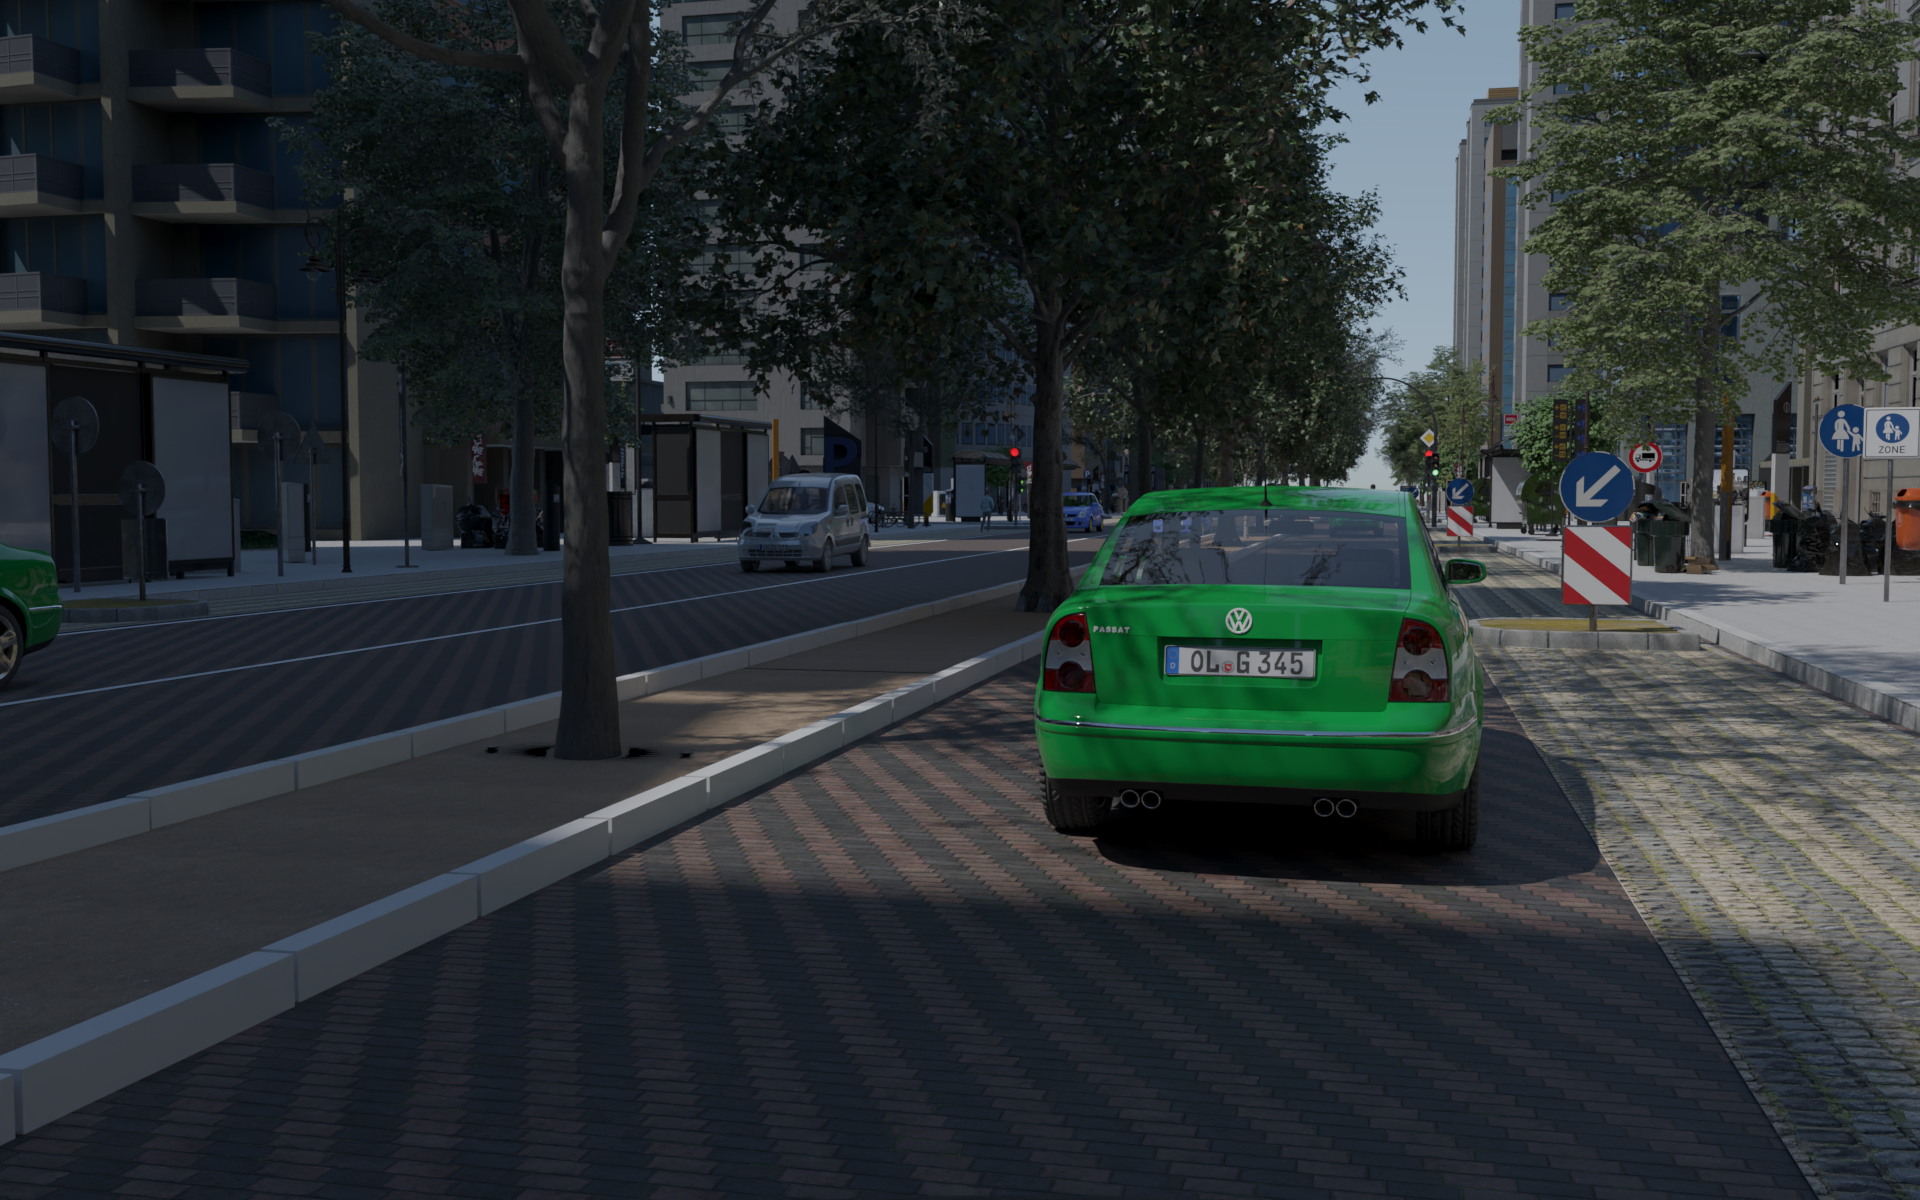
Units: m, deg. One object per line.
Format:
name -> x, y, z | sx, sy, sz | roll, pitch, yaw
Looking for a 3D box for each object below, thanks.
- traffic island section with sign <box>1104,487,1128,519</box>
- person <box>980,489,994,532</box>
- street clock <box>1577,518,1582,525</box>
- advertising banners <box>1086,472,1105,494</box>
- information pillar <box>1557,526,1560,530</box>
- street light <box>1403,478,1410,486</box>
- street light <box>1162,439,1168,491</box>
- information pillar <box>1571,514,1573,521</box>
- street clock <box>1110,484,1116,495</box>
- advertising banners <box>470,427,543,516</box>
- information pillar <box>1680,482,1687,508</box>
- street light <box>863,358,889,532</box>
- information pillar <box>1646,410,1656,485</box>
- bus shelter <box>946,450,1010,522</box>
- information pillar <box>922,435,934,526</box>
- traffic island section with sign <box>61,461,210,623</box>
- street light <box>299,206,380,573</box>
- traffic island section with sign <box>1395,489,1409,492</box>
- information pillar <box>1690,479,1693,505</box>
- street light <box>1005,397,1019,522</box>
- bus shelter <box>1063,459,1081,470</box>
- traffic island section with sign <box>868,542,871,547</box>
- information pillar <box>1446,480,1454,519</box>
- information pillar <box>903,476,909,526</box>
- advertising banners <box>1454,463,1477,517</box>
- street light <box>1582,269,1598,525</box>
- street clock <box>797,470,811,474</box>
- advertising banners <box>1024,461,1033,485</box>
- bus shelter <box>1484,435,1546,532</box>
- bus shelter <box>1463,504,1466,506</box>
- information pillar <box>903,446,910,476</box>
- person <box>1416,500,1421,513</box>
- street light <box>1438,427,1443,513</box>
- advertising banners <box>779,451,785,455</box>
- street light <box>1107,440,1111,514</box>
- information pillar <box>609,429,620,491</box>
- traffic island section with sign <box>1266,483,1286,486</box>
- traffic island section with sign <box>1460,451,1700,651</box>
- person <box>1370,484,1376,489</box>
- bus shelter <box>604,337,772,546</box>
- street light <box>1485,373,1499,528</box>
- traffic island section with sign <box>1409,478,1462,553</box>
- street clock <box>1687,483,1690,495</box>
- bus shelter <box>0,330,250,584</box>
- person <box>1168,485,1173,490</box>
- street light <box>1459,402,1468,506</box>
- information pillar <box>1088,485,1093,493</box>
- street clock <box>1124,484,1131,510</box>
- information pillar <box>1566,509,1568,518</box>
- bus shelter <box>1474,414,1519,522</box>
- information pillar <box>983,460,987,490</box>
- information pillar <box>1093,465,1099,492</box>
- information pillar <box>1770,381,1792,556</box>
traffic island section with sign -> 9.411, -5.622, 100.553 | 1.989, 1.847, 2.006 | 1, 4, 13
person -> 1.009, -3.297, 64.213 | 0.589, 1.601, 0.330 | 2, 4, 28
street clock -> 20.574, -3.230, 57.373 | 0.358, 2.002, 0.471 | -2, 4, -30
advertising banners -> 10.578, -8.617, 137.070 | 2.074, 3.025, 0.090 | -1, 4, -10
information pillar -> 21.471, -4.328, 62.117 | 0.183, 3.616, 0.504 | 2, 4, 24
street light -> 62.384, -16.432, 241.457 | 0.468, 5.910, 1.993 | 1, 4, 13
street light -> 16.488, -10.130, 138.417 | 0.468, 5.910, 1.993 | 1, 4, 13
information pillar -> 29.281, -4.770, 82.485 | 0.304, 2.012, 0.304 | 1, 4, 17
street clock -> 11.422, -7.633, 129.362 | 0.358, 2.002, 0.471 | -2, 4, -28
advertising banners -> -11.758, -2.976, 44.839 | 2.074, 3.025, 0.090 | -3, 4, -38
information pillar -> 44.071, -6.175, 105.460 | 0.304, 2.012, 0.304 | 3, 5, 41
street light -> -2.810, -5.212, 58.009 | 0.468, 5.910, 1.993 | 1, 4, 13
information pillar -> 18.553, -3.376, 46.555 | 0.183, 3.616, 0.504 | 3, 4, 37
bus shelter -> 1.014, -5.355, 81.485 | 2.014, 3.302, 5.546 | 1, 4, 14
information pillar -> -1.270, -4.749, 68.997 | 0.504, 3.616, 0.183 | 3, 5, 41
traffic island section with sign -> -9.919, -0.703, 20.115 | 1.989, 1.847, 2.006 | 1, 4, 13
street light -> -10.025, -3.385, 28.140 | 0.468, 5.910, 1.993 | 1, 4, 13
traffic island section with sign -> 25.123, -5.377, 96.536 | 1.989, 1.847, 2.006 | 1, 4, 13
information pillar -> 36.760, -5.033, 86.774 | 0.304, 2.012, 0.304 | 1, 4, 13
street light -> 2.332, -6.510, 79.221 | 0.468, 5.910, 1.993 | 1, 4, 13
bus shelter -> 5.369, -6.335, 97.505 | 2.014, 3.302, 5.546 | 1, 4, 14
traffic island section with sign -> -3.493, -2.336, 46.826 | 1.989, 1.847, 2.006 | 1, 4, 13
information pillar -> 25.267, -5.187, 89.296 | 0.304, 2.012, 0.304 | 3, 4, 38
information pillar -> -2.099, -4.024, 70.278 | 0.304, 2.012, 0.304 | 2, 4, 31
advertising banners -> 28.461, -6.109, 96.063 | 2.074, 3.025, 0.090 | 1, 4, 15
street light -> 12.919, -3.846, 35.676 | 0.468, 5.910, 1.993 | 1, 4, 13
street clock -> -4.611, -2.859, 51.310 | 0.471, 2.002, 0.358 | -1, 4, -8
advertising banners -> 4.425, -5.891, 92.501 | 2.074, 3.025, 0.090 | 0, 4, 6
bus shelter -> 19.560, -4.086, 60.724 | 2.014, 3.302, 5.546 | 1, 4, 14
bus shelter -> 35.117, -8.009, 122.225 | 1.731, 3.624, 6.357 | 1, 4, 13
information pillar -> -2.633, -5.754, 85.433 | 0.183, 3.616, 0.504 | 3, 5, 41
person -> 14.864, -2.643, 56.395 | 0.352, 1.250, 0.332 | 3, 4, 37
street light -> 32.546, -8.842, 117.347 | 0.468, 5.910, 1.993 | 1, 4, 13
advertising banners -> -7.656, -4.522, 70.130 | 0.090, 3.025, 2.074 | 2, 4, 27
street light -> 9.295, -8.317, 108.769 | 0.468, 5.910, 1.993 | 1, 4, 13
information pillar -> -9.134, -3.330, 45.803 | 0.183, 3.616, 0.504 | 1, 4, 14
traffic island section with sign -> 14.074, -4.143, 75.879 | 2.006, 1.907, 1.989 | 1, 4, 13
traffic island section with sign -> 5.972, -0.501, 16.826 | 1.989, 1.847, 2.006 | 1, 4, 13
person -> 15.216, -3.371, 63.792 | 0.419, 1.800, 0.721 | 1, 4, 21
bus shelter -> -7.400, -4.222, 46.656 | 2.179, 5.291, 8.768 | 1, 4, 13
street light -> 20.277, -5.704, 66.044 | 0.468, 5.910, 1.993 | 1, 4, 13
traffic island section with sign -> 12.275, -2.105, 43.041 | 1.989, 1.847, 2.006 | 1, 4, 13
street clock -> 46.596, -6.527, 111.279 | 0.471, 2.002, 0.358 | 1, 4, 17
bus shelter -> -13.061, -2.765, 22.846 | 2.179, 5.291, 8.768 | 1, 4, 13
person -> 9.368, -4.201, 77.062 | 0.514, 1.842, 0.818 | 1, 4, 10
street light -> 25.249, -6.988, 87.035 | 0.468, 5.910, 1.993 | 1, 4, 13
information pillar -> 11.139, -8.772, 147.912 | 0.304, 2.012, 0.304 | 0, 4, -8
street clock -> 11.882, -7.246, 123.046 | 0.471, 2.002, 0.358 | 0, 4, 5
information pillar -> 31.995, -6.137, 91.695 | 0.504, 3.616, 0.183 | -2, 4, -24
bus shelter -> 26.201, -6.524, 84.306 | 2.179, 5.291, 8.768 | 1, 4, 14
information pillar -> 1.628, -7.513, 114.199 | 0.183, 3.616, 0.504 | -2, 4, -32
information pillar -> 10.826, -8.972, 138.042 | 0.504, 3.616, 0.183 | 0, 4, 2
information pillar -> 16.929, -2.713, 35.711 | 0.504, 3.616, 0.183 | -2, 4, -30
